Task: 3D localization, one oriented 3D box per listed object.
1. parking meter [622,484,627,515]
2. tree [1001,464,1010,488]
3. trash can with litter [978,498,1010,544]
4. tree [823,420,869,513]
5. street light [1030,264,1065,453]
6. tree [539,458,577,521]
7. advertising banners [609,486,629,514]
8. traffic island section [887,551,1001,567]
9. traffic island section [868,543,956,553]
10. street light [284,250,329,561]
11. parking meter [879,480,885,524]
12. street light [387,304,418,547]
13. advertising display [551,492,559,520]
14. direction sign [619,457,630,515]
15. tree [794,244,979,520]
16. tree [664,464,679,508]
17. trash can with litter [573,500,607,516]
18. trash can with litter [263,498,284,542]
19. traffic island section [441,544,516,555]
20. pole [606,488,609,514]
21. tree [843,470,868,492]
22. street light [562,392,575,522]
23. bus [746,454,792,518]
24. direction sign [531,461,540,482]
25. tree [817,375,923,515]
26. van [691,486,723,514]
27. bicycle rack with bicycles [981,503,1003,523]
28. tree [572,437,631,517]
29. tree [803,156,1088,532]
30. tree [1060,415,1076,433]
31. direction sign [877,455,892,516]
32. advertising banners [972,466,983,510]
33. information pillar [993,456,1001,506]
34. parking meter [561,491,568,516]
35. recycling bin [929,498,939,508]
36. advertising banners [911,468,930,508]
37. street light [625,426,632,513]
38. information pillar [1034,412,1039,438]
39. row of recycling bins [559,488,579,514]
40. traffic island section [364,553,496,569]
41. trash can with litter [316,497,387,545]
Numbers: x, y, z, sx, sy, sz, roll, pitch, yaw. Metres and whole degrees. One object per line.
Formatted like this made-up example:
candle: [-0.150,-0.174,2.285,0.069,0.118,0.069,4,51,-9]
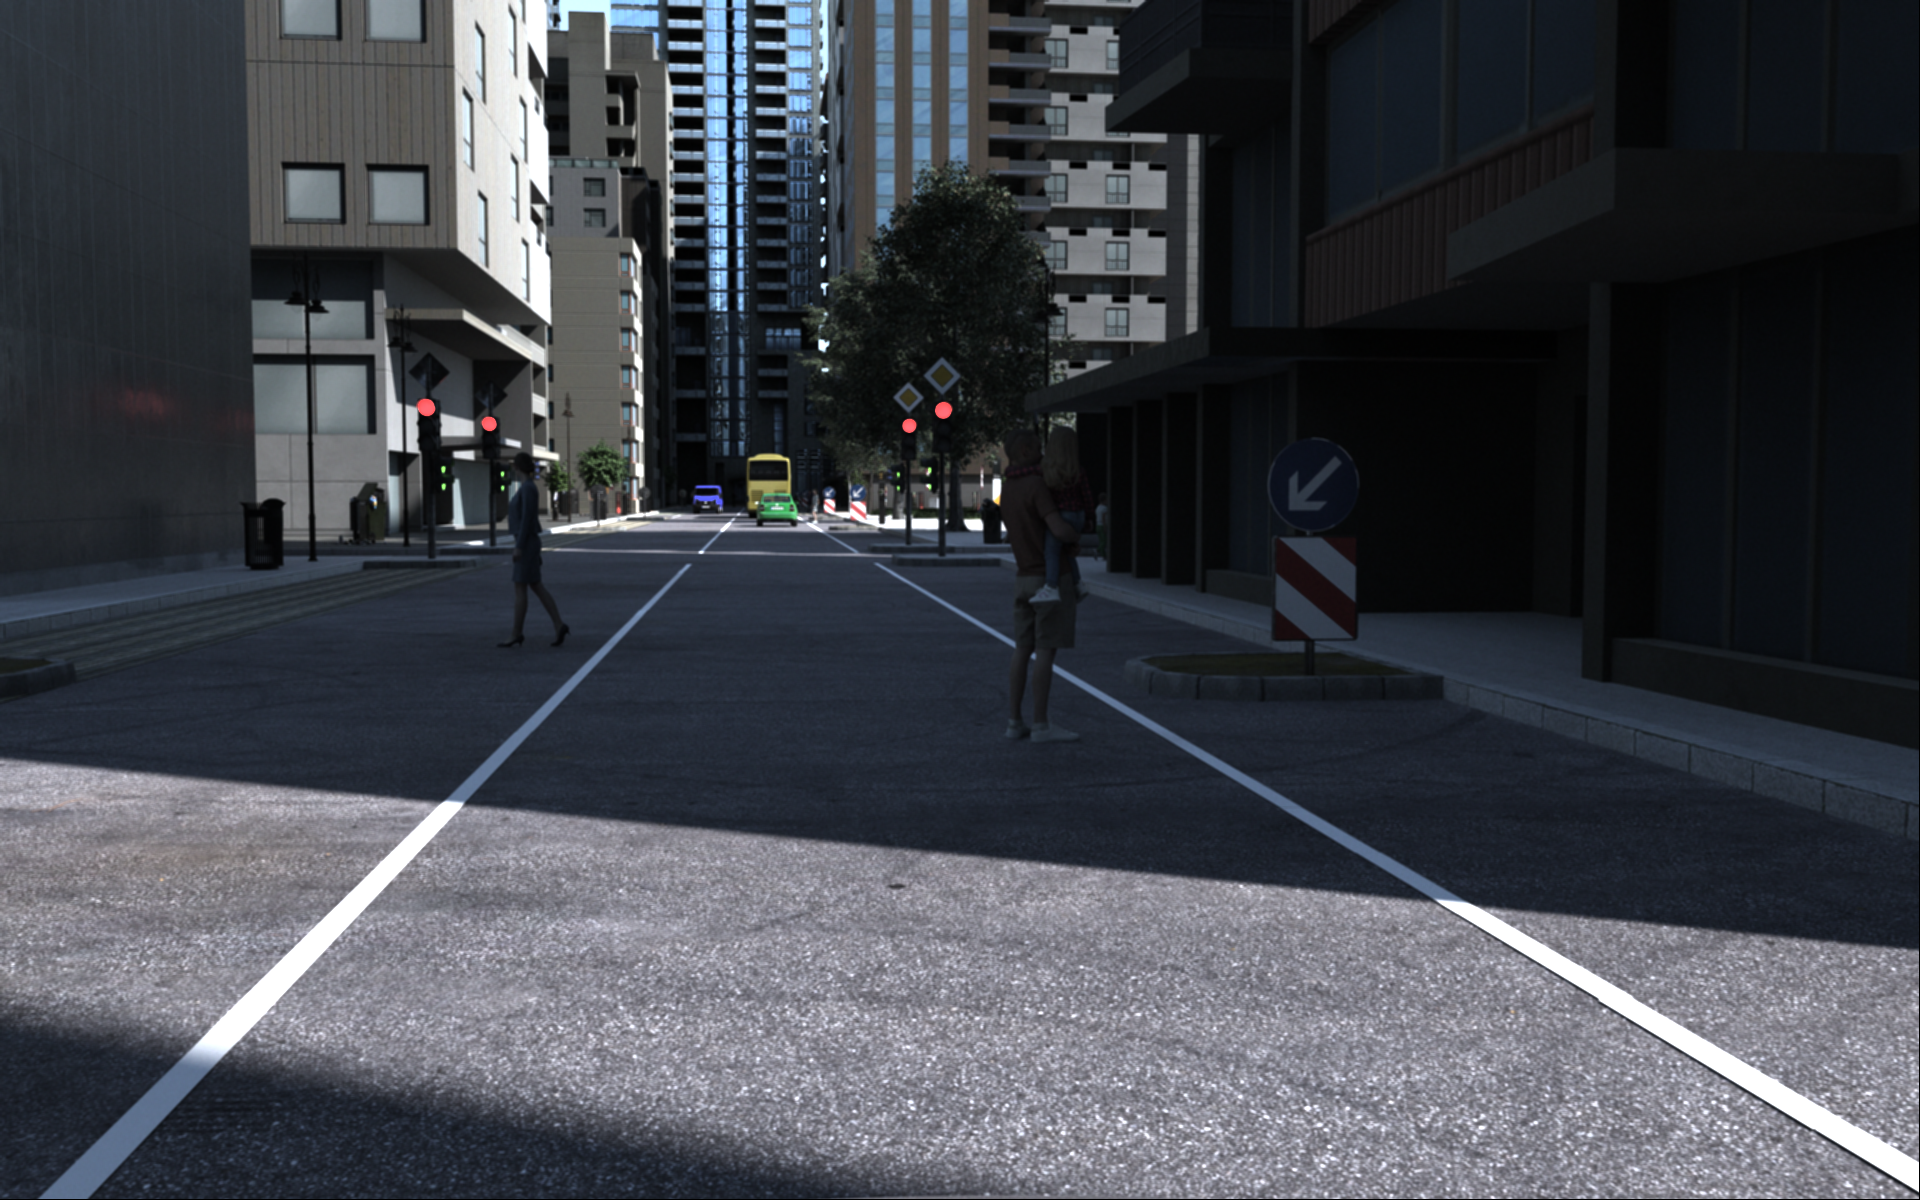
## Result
parking meter: [-20.221,-6.033,104.356,0.255,1.863,0.399,0,4,-5]
tree: [3.124,-7.007,109.169,1.663,3.219,1.824,0,3,0]
trash can with litter: [1.027,-2.041,44.754,1.055,1.170,0.624,-2,4,-26]
tree: [-7.203,-10.124,115.888,4.360,8.622,3.978,0,3,0]
street light: [1.744,-3.800,34.924,0.468,5.910,1.993,0,4,-7]
tree: [-18.964,-5.321,81.597,1.663,3.219,1.824,0,3,0]
advertising banners: [-22.276,-7.144,112.985,0.090,3.025,2.074,2,4,28]
traffic island section: [-0.345,-0.816,35.617,2.009,0.180,2.903,0,4,-7]
traffic island section: [-1.269,-1.301,43.549,2.009,0.180,2.903,0,4,-7]
street light: [-12.380,-3.680,32.960,0.468,5.910,1.993,0,4,-7]
parking meter: [-3.321,-4.158,73.698,0.255,1.863,0.399,0,4,-3]
street light: [-13.555,-4.248,42.239,0.468,5.910,1.993,0,4,-7]
advertising display: [-19.572,-4.802,83.721,0.123,1.923,0.974,0,4,1]
direction sign: [-20.660,-6.975,106.034,0.876,3.537,0.379,0,4,2]
tree: [-3.195,-10.996,86.447,9.857,13.997,8.962,0,3,0]
tree: [-28.169,-10.990,163.403,4.285,4.588,4.351,0,3,0]
trash can with litter: [-21.982,-5.645,103.360,2.233,1.210,1.678,0,4,-8]
trash can with litter: [-17.863,-2.046,44.847,0.624,1.170,1.055,-2,4,-27]
traffic island section: [-11.442,-1.229,42.373,2.009,0.180,2.903,0,4,-7]
pole: [-22.573,-7.147,110.688,0.158,3.312,0.155,0,3,0]
tree: [-7.408,-7.720,120.821,1.663,3.219,1.824,0,3,0]
street light: [-17.693,-6.455,78.322,0.468,5.910,1.993,0,4,-7]
bus: [-11.635,-6.965,105.432,2.896,3.916,12.252,0,4,-6]
direction sign: [-23.692,-6.369,96.124,0.379,3.537,0.876,3,4,38]
tree: [-5.312,-10.566,107.170,7.601,10.594,8.767,0,4,-4]
van: [-18.250,-7.397,125.328,2.240,2.365,5.245,0,4,-5]
bicycle rack with bicycles: [2.150,-3.887,76.937,2.852,0.926,2.925,-1,4,-15]
tree: [-20.617,-7.075,99.394,4.285,4.588,4.351,0,3,0]
tree: [-0.228,-8.682,58.958,9.611,12.733,9.660,0,3,0]
tree: [8.500,-10.156,116.410,4.737,8.622,4.395,0,3,0]
direction sign: [-4.321,-6.573,99.462,0.876,3.537,0.379,0,4,-4]
advertising banners: [1.149,-6.886,108.767,0.090,3.025,2.074,1,4,19]
information pillar: [2.016,-6.400,96.002,0.504,3.616,0.183,-2,4,-27]
parking meter: [-23.664,-5.994,103.713,0.399,1.863,0.255,0,4,-4]
recycling bin: [-1.490,-6.006,110.749,0.722,1.027,0.722,3,4,37]
advertising banners: [-2.634,-7.383,116.904,0.090,3.025,2.074,3,4,38]
street light: [-21.950,-8.700,115.027,0.468,5.910,1.993,0,4,-7]
information pillar: [2.103,-3.458,47.896,0.183,3.616,0.504,0,4,-5]
row of recycling bins: [-25.754,-6.524,113.780,1.069,1.692,3.534,-1,4,-21]
traffic island section: [-10.519,-0.744,34.441,2.009,0.180,2.903,0,4,-7]
trash can with litter: [-15.510,-2.027,44.193,1.678,1.210,2.233,-2,4,-24]
